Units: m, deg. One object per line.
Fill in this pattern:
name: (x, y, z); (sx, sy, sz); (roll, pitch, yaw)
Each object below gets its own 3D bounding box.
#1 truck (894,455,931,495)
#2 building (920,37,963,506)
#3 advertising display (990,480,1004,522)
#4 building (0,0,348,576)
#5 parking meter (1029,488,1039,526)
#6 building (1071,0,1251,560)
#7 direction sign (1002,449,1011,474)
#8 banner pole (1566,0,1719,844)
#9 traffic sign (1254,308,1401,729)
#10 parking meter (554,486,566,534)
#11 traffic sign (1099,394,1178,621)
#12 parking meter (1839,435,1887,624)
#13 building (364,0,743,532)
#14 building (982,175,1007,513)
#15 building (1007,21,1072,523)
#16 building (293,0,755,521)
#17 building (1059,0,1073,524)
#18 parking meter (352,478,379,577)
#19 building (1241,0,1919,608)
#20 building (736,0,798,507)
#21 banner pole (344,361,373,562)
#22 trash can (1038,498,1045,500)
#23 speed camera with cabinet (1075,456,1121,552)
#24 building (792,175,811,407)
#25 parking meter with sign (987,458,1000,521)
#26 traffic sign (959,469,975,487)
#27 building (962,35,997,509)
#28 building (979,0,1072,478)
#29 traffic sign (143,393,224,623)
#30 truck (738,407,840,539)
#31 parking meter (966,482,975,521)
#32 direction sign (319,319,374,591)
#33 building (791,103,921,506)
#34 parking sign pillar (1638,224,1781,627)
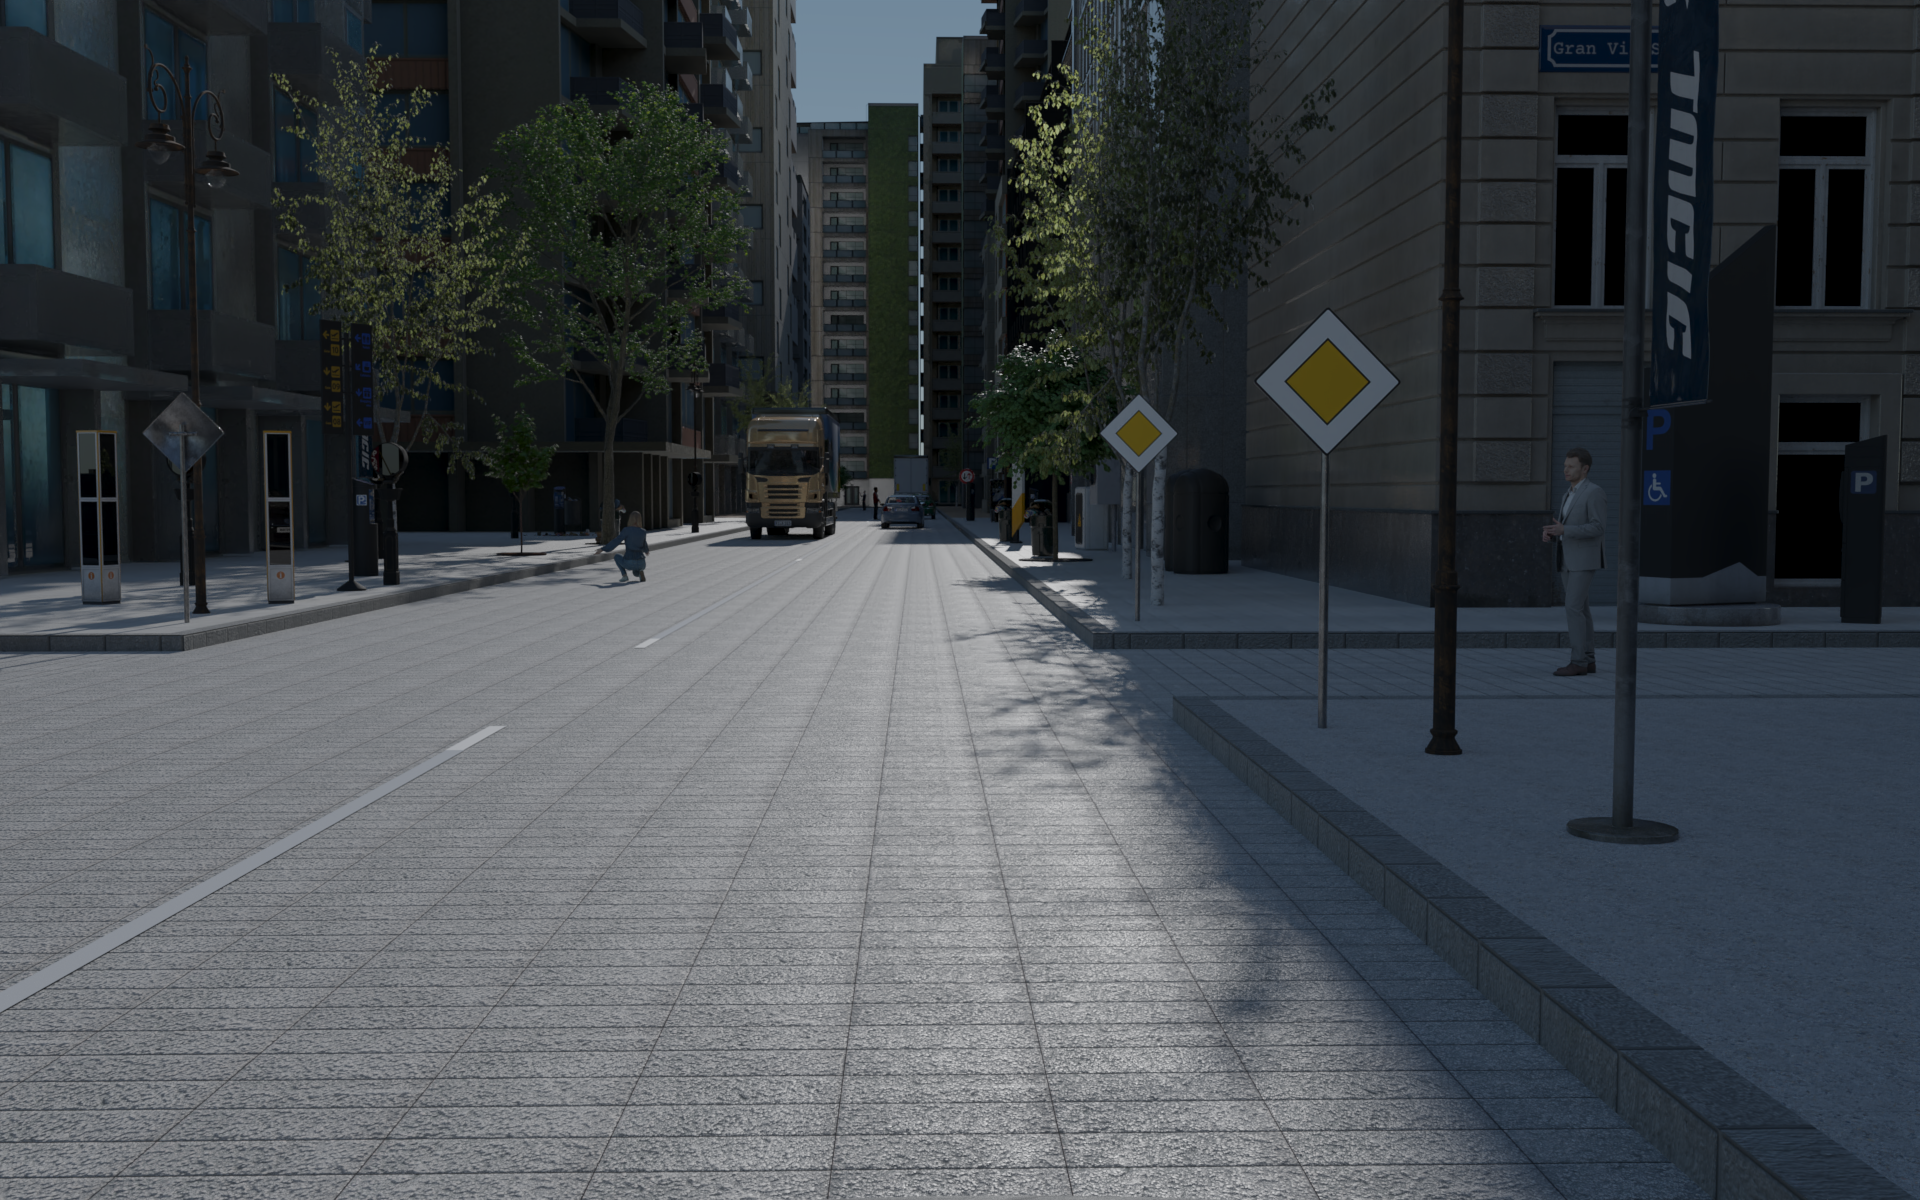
truck: (-3.598, -8.630, 130.015); (2.839, 4.237, 11.283); (0, 4, -1)
building: (6.517, -34.530, 188.267); (21.600, 48.544, 21.300); (0, 4, -1)
advertising display: (1.718, -4.495, 78.701); (0.123, 1.923, 0.974); (3, 5, 40)
building: (-25.069, -25.238, 32.243); (23.786, 49.044, 30.456); (0, 4, -1)
parking meter: (2.987, -3.766, 69.981); (0.372, 1.533, 0.369); (0, 3, 0)
building: (9.650, -13.748, 42.809); (12.078, 24.808, 19.932); (0, 4, -1)
direction sign: (2.085, -4.690, 68.683); (0.876, 3.537, 0.379); (2, 4, 25)
banner pole: (2.502, -0.989, 6.189); (0.401, 3.779, 0.863); (0, 4, -1)
traffic sign: (1.983, -0.354, 9.431); (0.795, 2.450, 0.064); (0, 4, -1)
parking meter: (-12.830, -2.881, 55.518); (0.372, 1.533, 0.369); (0, 3, 0)
traffic sign: (1.789, -0.842, 17.414); (0.795, 2.450, 0.064); (0, 4, -1)
parking meter: (8.956, -0.703, 17.210); (0.399, 1.863, 0.255); (2, 4, 31)
building: (-20.747, -25.410, 70.081); (22.147, 44.769, 28.867); (0, 4, -1)
building: (15.742, -16.135, 108.838); (27.650, 21.520, 28.899); (0, 4, -1)
building: (8.845, -15.611, 84.922); (12.332, 23.373, 15.834); (0, 4, -1)
building: (-24.639, -29.775, 106.437); (23.786, 49.044, 30.456); (0, 4, -1)
building: (11.197, -16.951, 64.546); (14.401, 28.519, 23.554); (0, 4, -1)
parking meter: (-9.293, -1.140, 27.055); (0.372, 1.533, 0.369); (0, 3, 0)
building: (17.277, -13.905, 24.617); (25.104, 27.353, 12.463); (0, 4, -1)
building: (-26.952, -33.430, 135.819); (28.713, 52.752, 27.495); (0, 4, -1)
banner pole: (-11.359, -2.619, 32.830); (0.401, 3.779, 0.863); (1, 4, 15)
trash can: (3.140, -3.622, 70.878); (0.748, 1.137, 0.748); (0, 3, 0)
speed camera with cabinet: (3.110, -2.748, 39.261); (0.660, 3.252, 2.038); (-1, 4, -10)
building: (-20.830, -23.685, 158.958); (14.107, 30.474, 14.160); (0, 4, -1)
parking meter with sign: (1.632, -5.249, 82.083); (0.543, 3.016, 1.738); (0, 4, -5)
traffic sign: (0.349, -5.287, 86.548); (0.768, 2.556, 0.104); (0, 4, 5)
building: (7.130, -29.058, 158.688); (14.154, 41.232, 14.086); (0, 4, -1)
building: (12.784, -29.499, 136.934); (22.147, 44.769, 28.867); (0, 4, -1)
traffic sign: (-7.703, -0.829, 17.204); (0.795, 2.450, 0.064); (0, 4, -1)
truck: (-5.548, -4.247, 58.360); (2.839, 4.237, 11.283); (0, 4, -1)
parking meter: (0.516, -4.708, 82.690); (0.255, 1.863, 0.399); (3, 5, 40)
direction sign: (-8.084, -1.891, 22.907); (0.379, 3.537, 0.876); (2, 4, 27)
building: (-11.236, -30.639, 184.545); (14.086, 41.232, 14.154); (0, 4, -1)
parking sign pillar: (7.472, -1.765, 17.327); (1.447, 3.967, 1.447); (-2, 4, -24)
